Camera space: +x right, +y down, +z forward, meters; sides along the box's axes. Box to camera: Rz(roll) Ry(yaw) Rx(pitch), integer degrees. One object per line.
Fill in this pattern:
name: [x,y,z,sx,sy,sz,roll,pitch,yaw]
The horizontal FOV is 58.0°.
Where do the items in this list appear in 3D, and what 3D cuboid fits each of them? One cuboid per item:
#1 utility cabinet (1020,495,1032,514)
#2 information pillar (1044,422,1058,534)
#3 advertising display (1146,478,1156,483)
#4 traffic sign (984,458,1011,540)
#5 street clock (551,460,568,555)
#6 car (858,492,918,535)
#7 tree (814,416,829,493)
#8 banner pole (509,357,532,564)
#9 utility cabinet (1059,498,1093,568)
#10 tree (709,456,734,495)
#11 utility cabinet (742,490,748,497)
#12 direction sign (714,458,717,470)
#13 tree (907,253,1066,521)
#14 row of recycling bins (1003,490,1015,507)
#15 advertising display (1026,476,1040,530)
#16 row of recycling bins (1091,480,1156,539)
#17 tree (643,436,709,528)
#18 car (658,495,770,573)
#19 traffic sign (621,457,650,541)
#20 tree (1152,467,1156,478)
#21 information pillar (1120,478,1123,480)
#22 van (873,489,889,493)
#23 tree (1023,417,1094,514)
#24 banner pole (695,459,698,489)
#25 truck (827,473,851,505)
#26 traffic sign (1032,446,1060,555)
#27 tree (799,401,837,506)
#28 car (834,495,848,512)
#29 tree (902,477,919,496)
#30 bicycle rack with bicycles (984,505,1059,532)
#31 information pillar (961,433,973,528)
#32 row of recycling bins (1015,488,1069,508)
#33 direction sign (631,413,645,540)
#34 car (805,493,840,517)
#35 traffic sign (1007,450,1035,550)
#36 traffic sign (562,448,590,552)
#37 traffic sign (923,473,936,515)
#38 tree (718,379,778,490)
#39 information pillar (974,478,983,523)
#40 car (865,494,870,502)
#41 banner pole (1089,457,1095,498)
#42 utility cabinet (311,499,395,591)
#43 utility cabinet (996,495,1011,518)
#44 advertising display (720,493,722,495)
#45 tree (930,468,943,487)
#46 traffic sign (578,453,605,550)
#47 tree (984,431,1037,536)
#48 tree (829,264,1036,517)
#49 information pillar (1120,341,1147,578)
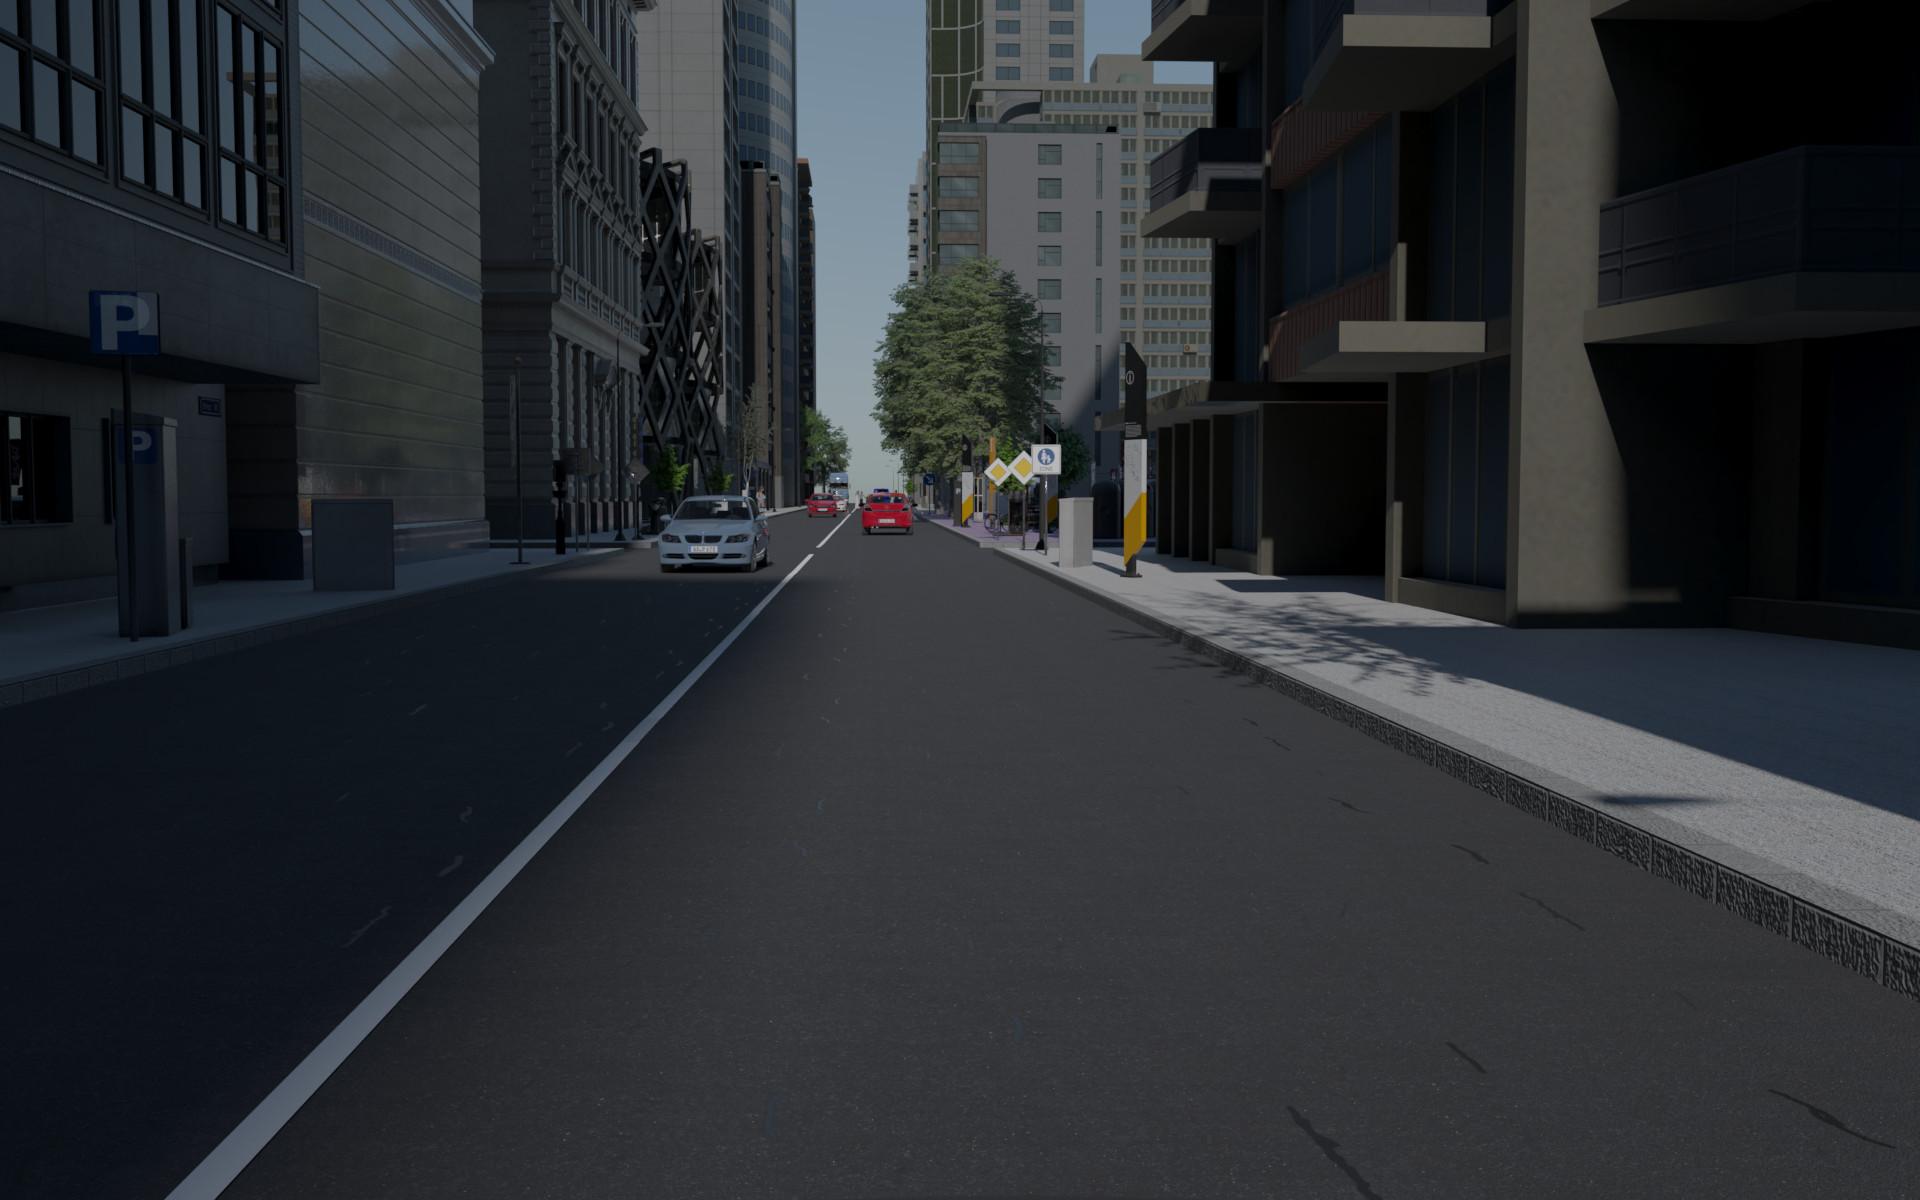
utility cabinet: [3.145,-4.067,77.655,1.020,1.237,0.306,3,5,43]
information pillar: [2.928,-3.974,56.328,0.504,3.616,0.183,2,4,26]
advertising display: [7.725,-3.863,68.366,0.974,1.923,0.123,1,4,11]
traffic sign: [1.052,-2.704,47.854,0.795,2.450,0.064,0,4,-3]
street clock: [-8.480,-1.966,36.718,0.358,2.002,0.471,-1,4,-21]
car: [-2.565,-3.220,61.694,2.155,1.783,4.494,0,4,-1]
tree: [-21.974,-22.815,279.677,9.857,13.997,8.962,0,3,0]
banner pole: [-8.176,-2.561,31.886,0.401,3.779,0.863,-2,4,-27]
utility cabinet: [2.043,-1.187,30.577,0.306,1.237,1.020,1,4,23]
tree: [-12.101,-5.676,87.408,1.663,3.219,1.824,0,3,0]
utility cabinet: [-11.557,-5.156,92.986,0.318,1.500,1.173,0,4,-5]
direction sign: [-15.221,-7.108,108.215,0.379,3.537,0.876,-2,4,-27]
tree: [1.289,-10.039,82.270,7.486,12.596,7.792,0,3,0]
row of recycling bins: [3.995,-7.024,121.954,1.069,1.692,3.534,-2,4,-24]
advertising display: [2.832,-3.516,62.706,0.974,1.923,0.123,-2,4,-30]
row of recycling bins: [4.978,-2.665,50.681,1.069,1.692,3.534,3,4,39]
tree: [-9.726,-3.875,57.962,1.663,3.219,1.824,0,3,0]
car: [-4.636,-1.289,33.072,2.014,1.417,4.499,0,4,-1]
traffic sign: [-8.880,-2.674,47.358,0.795,2.450,0.064,0,4,-3]
tree: [11.901,-6.606,102.616,1.663,3.219,1.824,0,3,0]
information pillar: [7.545,-4.584,79.438,0.304,2.012,0.304,-2,4,-35]
van: [-8.727,-11.523,192.776,2.240,2.365,5.245,0,4,-1]
tree: [4.135,-5.538,74.258,4.285,4.588,4.351,0,3,0]
banner pole: [-16.553,-7.216,108.004,0.401,3.779,0.863,-3,5,-39]
truck: [-15.840,-14.480,226.511,2.967,4.110,18.799,0,4,-4]
traffic sign: [1.792,-2.076,36.079,0.606,2.300,0.079,0,4,4]
tree: [-17.643,-16.319,192.578,9.928,11.665,9.643,0,3,0]
car: [-10.092,-7.791,139.743,2.083,1.381,4.827,0,4,-2]
tree: [-4.900,-10.817,171.463,1.663,3.219,1.824,0,3,0]
bicycle rack with bicycles: [2.242,-2.733,58.069,2.925,0.926,2.852,-1,4,-13]
information pillar: [0.276,-4.575,66.152,0.504,3.616,0.183,3,5,42]
row of recycling bins: [5.510,-6.425,112.158,3.534,1.692,1.069,2,4,35]
direction sign: [-9.041,-3.459,48.549,0.379,3.537,0.876,1,4,9]
car: [-8.548,-6.026,107.561,2.155,1.783,4.494,0,4,-5]
traffic sign: [1.468,-2.216,39.879,0.795,2.450,0.064,0,4,-3]
traffic sign: [-8.482,-2.212,38.304,0.606,2.300,0.079,0,4,-3]
traffic sign: [-1.858,-6.450,105.560,0.768,2.556,0.104,0,4,0]
tree: [-13.788,-9.881,111.909,4.360,8.622,3.978,0,3,0]
information pillar: [0.824,-4.462,77.444,0.304,2.012,0.304,-3,4,-37]
car: [-12.463,-14.367,246.700,2.131,1.459,4.920,0,4,-1]
banner pole: [8.881,-7.751,116.740,0.401,3.779,0.863,3,5,41]
utility cabinet: [-8.092,-0.730,23.092,1.020,1.237,0.306,-1,4,-23]
utility cabinet: [2.226,-4.917,91.548,1.020,1.237,0.306,-3,4,-38]
advertising display: [-17.024,-7.042,120.342,0.974,1.923,0.123,0,4,3]
tree: [-1.387,-10.787,126.727,4.737,8.622,4.395,0,3,0]
traffic sign: [-8.463,-2.186,39.383,0.795,2.450,0.064,0,4,-3]
tree: [1.396,-3.568,52.933,1.663,3.219,1.824,0,3,0]
tree: [-0.395,-11.521,95.017,9.857,13.997,8.962,0,3,0]
information pillar: [2.673,-2.148,26.471,0.183,3.616,0.504,-2,4,-29]
